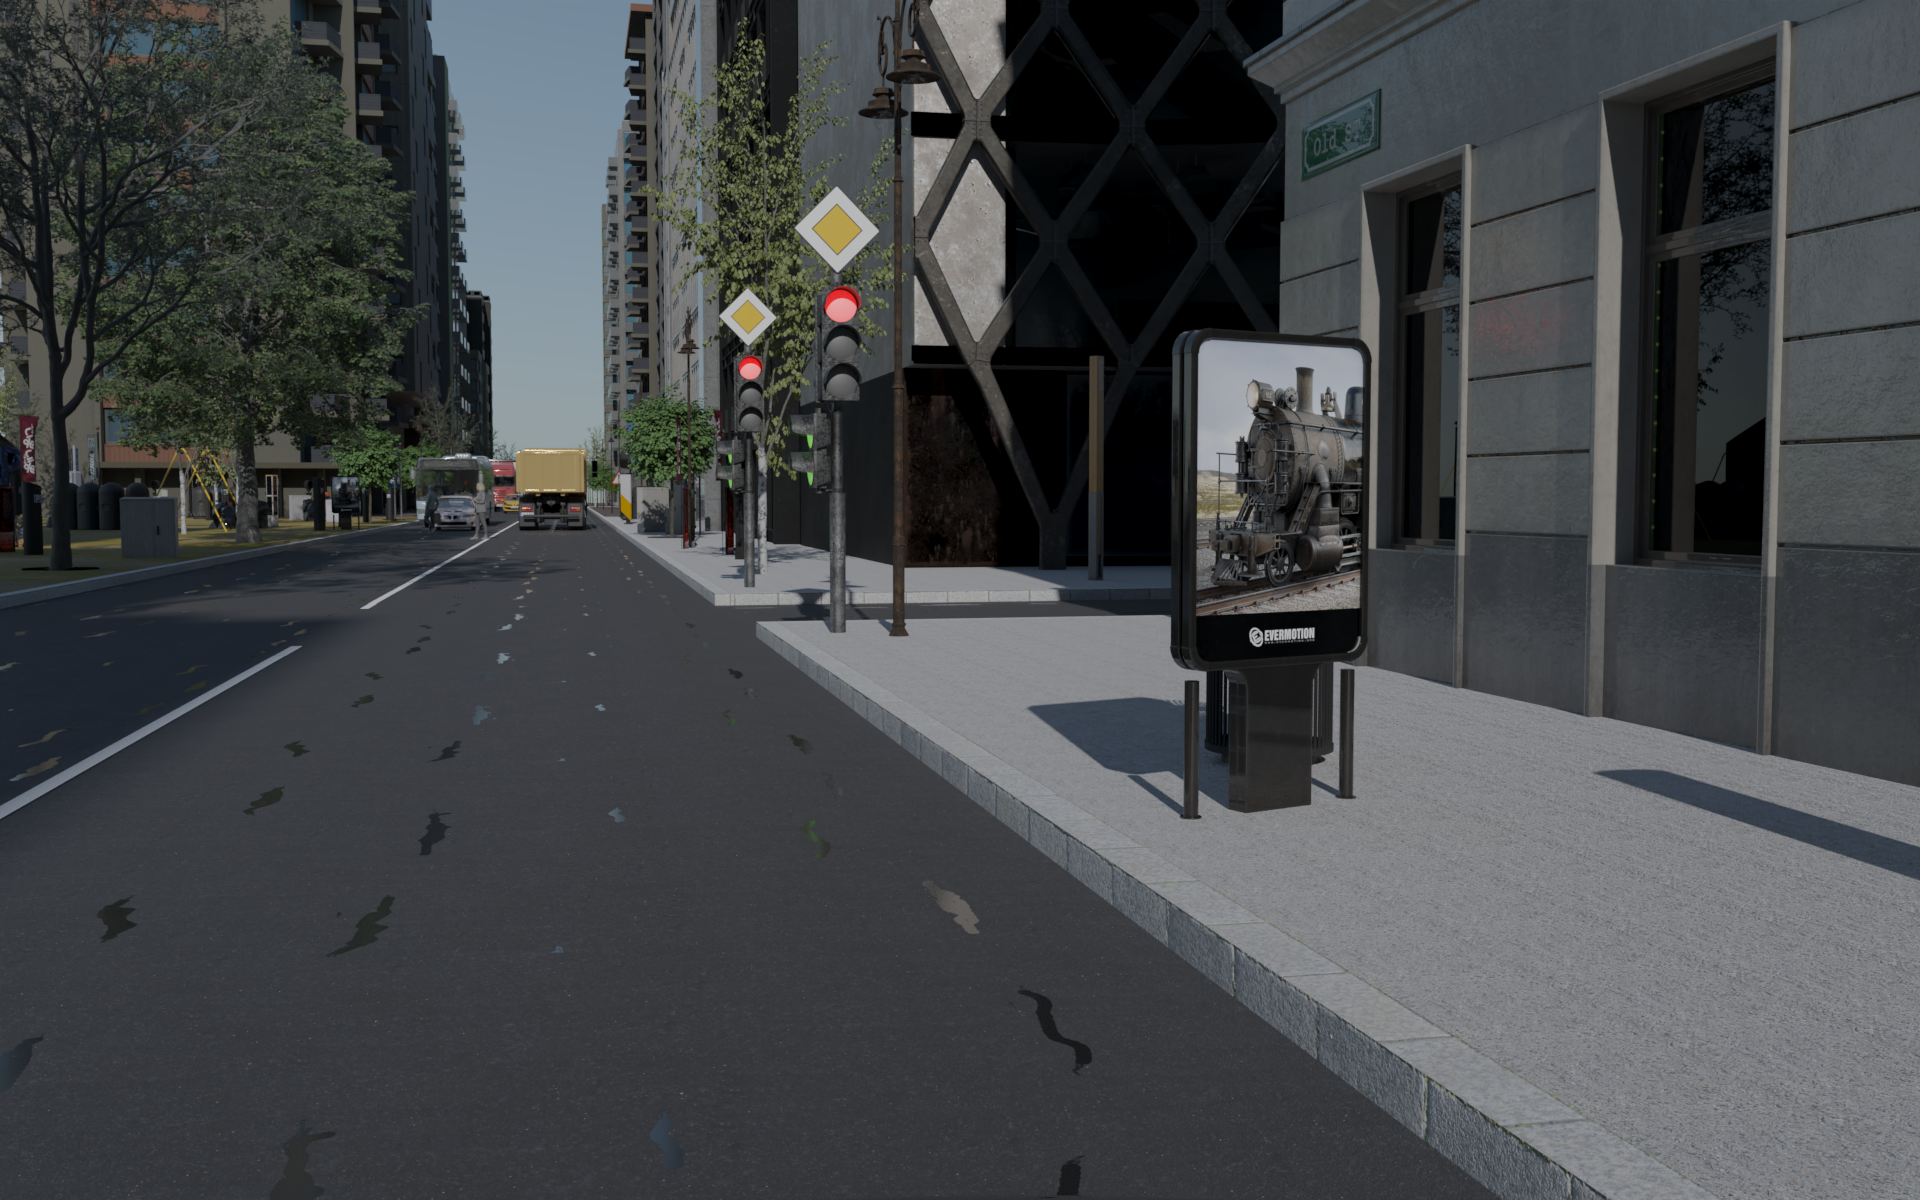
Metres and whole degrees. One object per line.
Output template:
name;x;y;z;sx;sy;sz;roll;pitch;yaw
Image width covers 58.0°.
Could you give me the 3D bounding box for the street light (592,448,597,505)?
street light;-35.898;-12.144;171.344;0.468;5.910;1.993;-1;4;-13

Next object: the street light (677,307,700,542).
street light;-6.694;-4.282;42.806;0.468;5.910;1.993;-1;4;-13

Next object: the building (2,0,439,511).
building;-54.946;-33.236;132.653;28.713;52.752;27.495;-1;4;-13

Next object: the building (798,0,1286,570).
building;6.038;-10.327;36.292;16.811;18.784;16.820;-1;4;-13

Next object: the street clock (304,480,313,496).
street clock;-34.316;-5.304;91.287;0.358;2.002;0.471;1;4;19

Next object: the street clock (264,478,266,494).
street clock;-30.049;-4.328;75.336;0.358;2.002;0.471;0;4;6

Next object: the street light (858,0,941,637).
street light;-0.553;-2.612;15.491;0.468;5.910;1.993;-1;4;-13

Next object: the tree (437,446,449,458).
tree;-31.235;-7.181;101.125;4.285;4.588;4.351;0;3;0

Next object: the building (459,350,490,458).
building;-74.353;-22.867;218.921;27.650;21.520;28.899;-1;4;-13

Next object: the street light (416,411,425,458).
street light;-29.968;-7.557;96.352;0.468;5.910;1.993;-1;4;-13

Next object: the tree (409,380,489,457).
tree;-33.482;-9.918;112.515;4.360;8.622;3.978;0;3;0

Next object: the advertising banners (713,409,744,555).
advertising banners;-4.877;-2.477;36.687;0.090;3.025;2.074;1;4;11

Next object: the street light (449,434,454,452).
street light;-36.052;-9.190;123.042;0.468;5.910;1.993;-1;4;-13

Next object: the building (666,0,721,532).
building;-5.065;-15.382;69.525;12.078;24.808;19.932;-1;4;-13

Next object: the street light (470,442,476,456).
street light;-42.200;-10.840;150.021;0.468;5.910;1.993;-1;4;-13

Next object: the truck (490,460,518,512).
truck;-37.784;-9.409;142.751;2.839;4.237;11.283;-1;4;-13

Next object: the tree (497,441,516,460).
tree;-63.126;-17.864;242.437;4.737;8.622;4.395;0;3;0

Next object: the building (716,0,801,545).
building;-0.458;-13.617;52.308;12.332;23.373;15.834;-1;4;-13

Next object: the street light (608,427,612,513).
street light;-23.491;-8.805;116.753;0.468;5.910;1.993;-1;4;-13

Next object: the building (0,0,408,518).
building;-46.305;-27.606;105.990;22.147;44.769;28.867;-1;4;-13

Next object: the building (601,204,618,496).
building;-43.804;-34.471;247.190;14.154;41.232;14.086;-1;4;-13

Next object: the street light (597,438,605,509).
street light;-29.664;-10.468;143.935;0.468;5.910;1.993;-1;4;-13

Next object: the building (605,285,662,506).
building;-24.732;-31.104;200.433;32.217;40.220;23.993;-1;4;-13

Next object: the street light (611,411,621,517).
street light;-18.881;-7.535;95.988;0.468;5.910;1.993;-1;4;-13

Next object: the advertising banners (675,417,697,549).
advertising banners;-6.441;-2.720;40.655;0.090;3.025;2.074;0;4;3

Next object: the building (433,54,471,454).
building;-65.829;-34.864;189.635;23.786;49.044;30.456;-1;4;-13

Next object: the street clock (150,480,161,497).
street clock;-42.366;-5.300;91.224;0.471;2.002;0.358;1;4;13

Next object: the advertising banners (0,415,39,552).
advertising banners;-21.055;-2.562;38.073;0.090;3.025;2.074;1;4;19

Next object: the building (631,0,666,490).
building;-14.840;-42.449;132.285;20.563;71.187;20.611;-1;4;-13

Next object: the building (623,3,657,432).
building;-18.973;-30.755;157.475;22.147;44.769;28.867;-1;4;-13

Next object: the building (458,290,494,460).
building;-72.596;-28.706;241.050;14.160;30.474;14.107;-1;4;-13

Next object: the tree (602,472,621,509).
tree;-29.467;-9.371;147.810;1.663;3.219;1.824;0;3;0

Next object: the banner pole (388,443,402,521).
banner pole;-27.517;-5.779;84.508;0.863;3.779;0.401;-2;4;-32

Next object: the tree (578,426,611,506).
tree;-38.419;-14.154;181.786;4.737;8.622;4.395;0;3;0

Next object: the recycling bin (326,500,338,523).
recycling bin;-28.106;-3.995;77.872;0.722;1.027;0.722;-1;4;-17

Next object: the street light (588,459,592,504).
street light;-42.245;-13.842;199.098;0.468;5.910;1.993;-1;4;-13

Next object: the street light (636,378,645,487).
street light;-12.742;-5.898;69.227;0.468;5.910;1.993;-1;4;-13

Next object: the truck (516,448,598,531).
truck;-16.739;-4.622;71.490;3.469;3.379;9.791;-1;4;-11

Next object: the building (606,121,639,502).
building;-34.491;-37.077;225.820;23.786;49.044;30.456;-1;4;-13

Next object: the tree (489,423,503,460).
tree;-46.961;-13.437;170.064;4.360;8.622;3.978;0;3;0

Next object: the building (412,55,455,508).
building;-53.316;-28.857;155.412;14.154;41.232;14.086;-1;4;-13

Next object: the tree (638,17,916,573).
tree;-2.973;-4.743;27.912;4.737;8.622;4.395;0;3;0

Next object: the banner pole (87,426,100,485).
banner pole;-32.114;-4.544;64.313;0.863;3.779;0.401;2;4;29

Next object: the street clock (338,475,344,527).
street clock;-23.903;-3.813;66.906;0.471;2.002;0.358;1;4;23

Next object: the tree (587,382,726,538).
tree;-8.548;-4.102;50.782;4.285;4.588;4.351;0;3;0

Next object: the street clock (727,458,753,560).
street clock;-4.309;-1.795;33.918;0.471;2.002;0.358;0;4;3

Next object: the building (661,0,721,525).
building;-8.602;-16.581;89.125;12.078;24.808;19.932;-1;4;-13
